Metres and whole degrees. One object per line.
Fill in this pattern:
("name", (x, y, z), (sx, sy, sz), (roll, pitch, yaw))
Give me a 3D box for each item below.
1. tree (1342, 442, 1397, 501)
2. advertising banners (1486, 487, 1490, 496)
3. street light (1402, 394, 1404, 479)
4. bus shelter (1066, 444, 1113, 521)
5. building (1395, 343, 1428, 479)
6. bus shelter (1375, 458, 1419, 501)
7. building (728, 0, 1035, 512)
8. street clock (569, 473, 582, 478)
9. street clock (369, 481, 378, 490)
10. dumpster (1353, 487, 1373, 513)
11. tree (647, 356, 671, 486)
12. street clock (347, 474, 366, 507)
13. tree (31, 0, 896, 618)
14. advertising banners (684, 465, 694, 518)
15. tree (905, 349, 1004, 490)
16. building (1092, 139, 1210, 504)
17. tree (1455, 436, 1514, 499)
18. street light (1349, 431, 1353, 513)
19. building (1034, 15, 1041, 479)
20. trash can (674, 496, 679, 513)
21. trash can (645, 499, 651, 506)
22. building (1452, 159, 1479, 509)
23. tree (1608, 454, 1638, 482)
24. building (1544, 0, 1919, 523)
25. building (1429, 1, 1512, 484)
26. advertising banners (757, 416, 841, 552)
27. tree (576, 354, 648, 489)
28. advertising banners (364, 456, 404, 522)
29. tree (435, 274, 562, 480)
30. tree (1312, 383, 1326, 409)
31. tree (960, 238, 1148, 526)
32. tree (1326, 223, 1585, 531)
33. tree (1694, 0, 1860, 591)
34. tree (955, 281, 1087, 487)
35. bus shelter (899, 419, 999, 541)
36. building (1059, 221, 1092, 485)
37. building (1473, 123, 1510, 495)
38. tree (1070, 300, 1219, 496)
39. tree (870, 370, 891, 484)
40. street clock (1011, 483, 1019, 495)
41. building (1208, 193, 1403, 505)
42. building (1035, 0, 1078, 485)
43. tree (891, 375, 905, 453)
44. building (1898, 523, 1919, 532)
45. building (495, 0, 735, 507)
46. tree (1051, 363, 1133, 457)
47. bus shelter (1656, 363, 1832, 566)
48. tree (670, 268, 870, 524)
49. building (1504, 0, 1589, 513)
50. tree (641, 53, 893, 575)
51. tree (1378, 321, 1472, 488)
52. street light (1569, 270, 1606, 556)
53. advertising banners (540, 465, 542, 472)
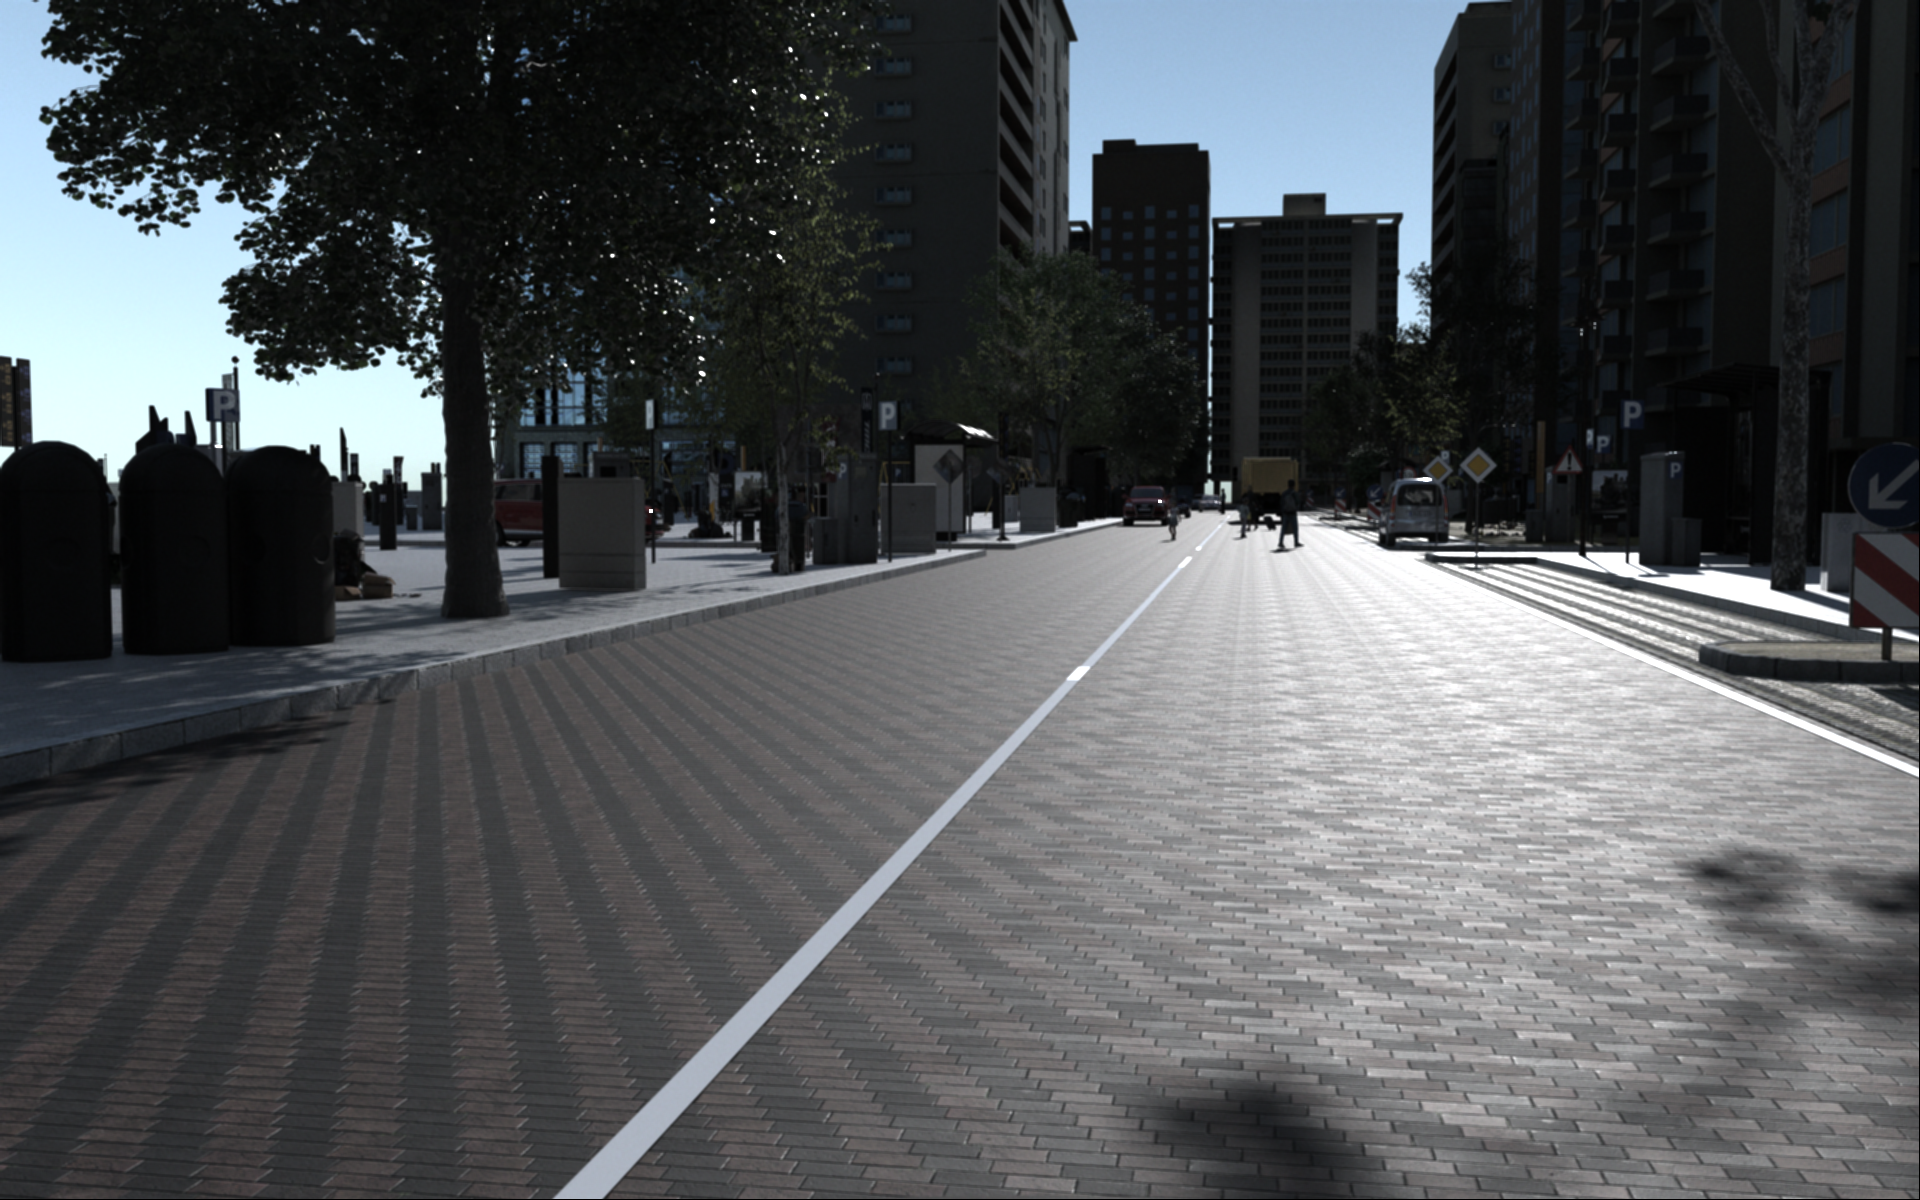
("tree", (24.694, -7.396, 104.634), (4.285, 4.588, 4.351), (0, 3, 0))
("advertising banners", (31.861, -6.655, 104.999), (0.090, 3.025, 2.074), (0, 4, 0))
("street light", (19.903, -6.425, 77.839), (0.468, 5.910, 1.993), (1, 4, 9))
("bus shelter", (6.405, -5.740, 85.136), (1.731, 3.624, 6.357), (1, 4, 10))
("building", (70.536, -22.986, 220.868), (28.899, 21.520, 27.650), (1, 4, 9))
("bus shelter", (24.939, -6.423, 98.946), (2.014, 3.302, 5.546), (1, 4, 10))
("building", (-6.106, -31.215, 134.074), (21.300, 48.544, 21.600), (1, 4, 9))
("street clock", (-12.958, -3.297, 58.471), (0.358, 2.002, 0.471), (2, 4, 26))
("street clock", (-33.389, -5.756, 98.681), (0.471, 2.002, 0.358), (1, 4, 21))
("dumpster", (26.969, -6.904, 115.378), (1.502, 2.255, 1.985), (1, 4, 10))
("tree", (-9.035, -6.934, 63.735), (4.737, 8.622, 4.395), (0, 3, 0))
("street clock", (-22.042, -3.576, 63.040), (0.471, 2.002, 0.358), (1, 4, 8))
("tree", (-5.053, -6.793, 17.726), (9.857, 13.997, 8.962), (0, 3, 0))
("advertising banners", (-14.482, -5.908, 92.776), (0.090, 3.025, 2.074), (0, 4, 5))
("tree", (0.298, -8.412, 87.899), (4.737, 8.622, 4.395), (0, 3, 0))
("building", (24.555, -34.935, 221.301), (14.200, 45.320, 14.600), (1, 4, 9))
("tree", (29.451, -6.928, 96.993), (4.285, 4.588, 4.351), (0, 3, 0))
("street light", (26.574, -8.867, 117.763), (0.468, 5.910, 1.993), (1, 4, 9))
("building", (-0.714, -30.661, 151.418), (14.600, 45.320, 14.200), (1, 4, 9))
("trash can", (-19.875, -6.650, 120.379), (0.748, 1.137, 0.748), (0, 3, 0))
("trash can", (-8.979, -2.240, 48.278), (0.748, 1.137, 0.748), (0, 3, 0))
("building", (50.158, -23.200, 151.016), (14.160, 30.474, 14.107), (1, 4, 9))
("tree", (31.545, -5.443, 83.596), (1.663, 3.219, 1.824), (0, 3, 0))
("building", (47.369, -27.223, 99.715), (22.147, 44.769, 28.867), (1, 4, 9))
("building", (57.629, -33.262, 167.536), (21.300, 48.544, 21.600), (1, 4, 9))
("advertising banners", (-3.553, -2.587, 38.478), (2.074, 3.025, 0.090), (-2, 4, -31))
("tree", (-13.863, -7.531, 73.490), (4.737, 8.622, 4.395), (0, 3, 0))
("advertising banners", (-26.540, -5.117, 79.848), (0.090, 3.025, 2.074), (3, 5, 40))
("tree", (-14.239, -6.280, 53.038), (4.360, 8.622, 3.978), (0, 3, 0))
("tree", (22.770, -9.535, 90.314), (8.767, 10.594, 7.601), (0, 4, 7))
("tree", (3.793, -8.813, 69.850), (9.928, 11.665, 9.643), (0, 3, 0))
("tree", (17.801, -7.629, 59.145), (7.601, 10.594, 8.767), (0, 4, -8))
("tree", (10.072, -10.262, 23.675), (12.611, 20.169, 13.585), (0, 3, 0))
("tree", (2.296, -6.685, 59.655), (4.360, 8.622, 3.978), (0, 3, 0))
("bus shelter", (-0.195, -3.403, 49.561), (2.014, 3.302, 5.546), (1, 4, 10))
("building", (6.529, -33.091, 232.925), (23.993, 40.220, 32.217), (1, 4, 9))
("building", (49.208, -22.336, 136.898), (14.160, 30.474, 14.107), (1, 4, 9))
("tree", (11.689, -12.616, 112.935), (9.857, 13.997, 8.962), (0, 3, 0))
("tree", (-4.855, -9.289, 102.241), (4.737, 8.622, 4.395), (0, 3, 0))
("street clock", (3.727, -6.890, 117.215), (0.471, 2.002, 0.358), (-3, 4, -37))
("building", (44.812, -32.716, 226.793), (23.993, 40.220, 32.217), (1, 4, 9))
("building", (-3.324, -35.823, 174.944), (27.495, 52.752, 28.713), (1, 4, 9))
("tree", (-0.858, -9.010, 97.668), (4.737, 8.622, 4.395), (0, 3, 0))
("building", (43.012, -24.758, 59.422), (28.867, 44.769, 22.147), (1, 4, 9))
("building", (-32.860, -53.106, 180.952), (31.000, 86.520, 22.319), (1, 4, 9))
("tree", (7.234, -8.793, 94.122), (4.737, 8.622, 4.395), (0, 3, 0))
("bus shelter", (15.178, -2.606, 33.894), (1.731, 3.624, 6.357), (1, 4, 10))
("tree", (-6.104, -6.483, 56.358), (4.737, 8.622, 4.395), (0, 3, 0))
("building", (46.955, -28.892, 122.497), (14.600, 45.320, 14.200), (1, 4, 9))
("tree", (-2.888, -4.689, 27.026), (4.360, 8.622, 3.978), (0, 3, 0))
("tree", (19.689, -7.510, 73.145), (4.360, 8.622, 3.978), (0, 3, 0))
("street light", (12.945, -3.857, 35.842), (0.468, 5.910, 1.993), (1, 4, 9))
("advertising banners", (-23.955, -6.540, 103.113), (2.074, 3.025, 0.090), (0, 4, 4))
